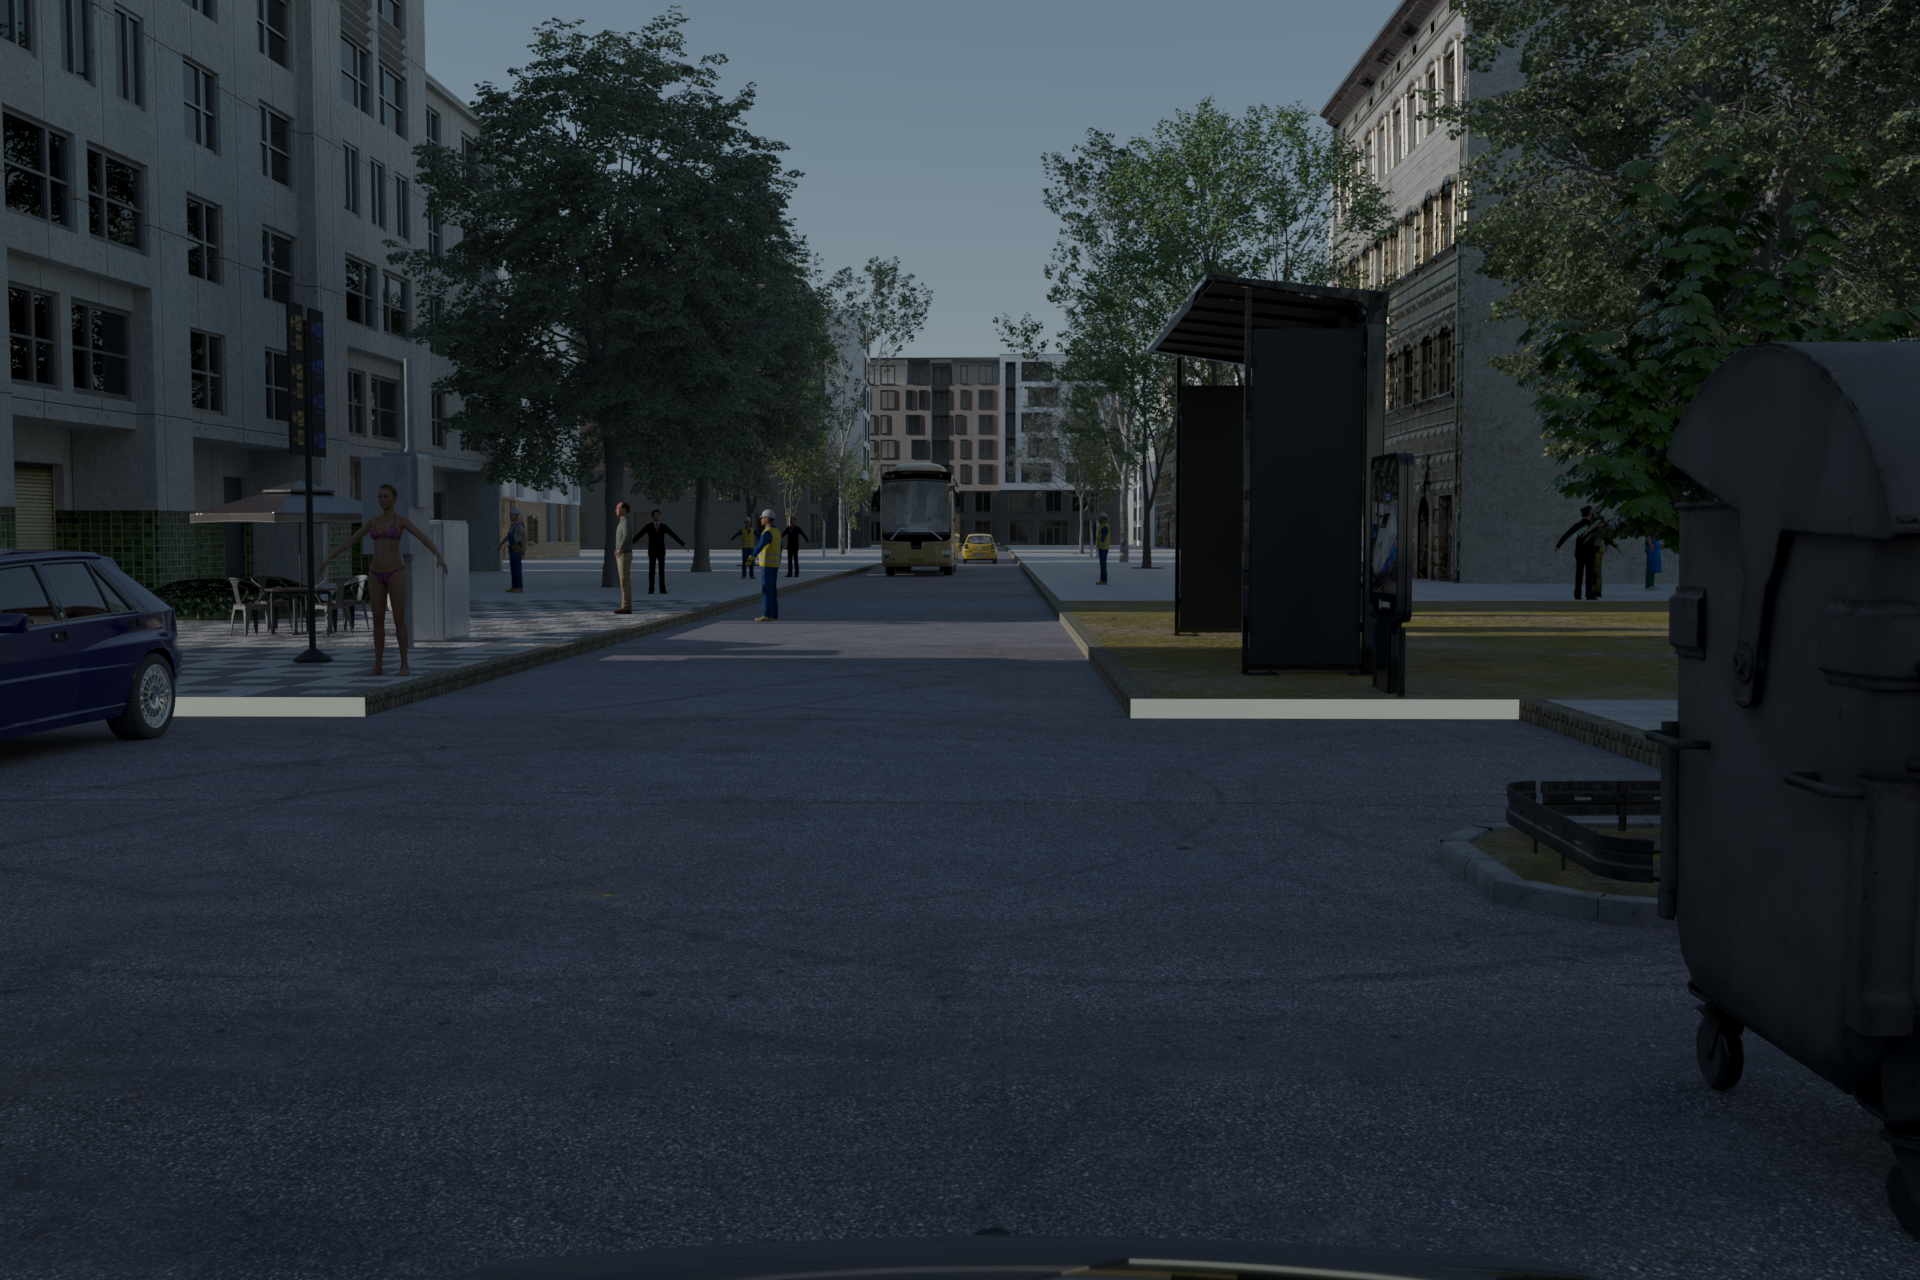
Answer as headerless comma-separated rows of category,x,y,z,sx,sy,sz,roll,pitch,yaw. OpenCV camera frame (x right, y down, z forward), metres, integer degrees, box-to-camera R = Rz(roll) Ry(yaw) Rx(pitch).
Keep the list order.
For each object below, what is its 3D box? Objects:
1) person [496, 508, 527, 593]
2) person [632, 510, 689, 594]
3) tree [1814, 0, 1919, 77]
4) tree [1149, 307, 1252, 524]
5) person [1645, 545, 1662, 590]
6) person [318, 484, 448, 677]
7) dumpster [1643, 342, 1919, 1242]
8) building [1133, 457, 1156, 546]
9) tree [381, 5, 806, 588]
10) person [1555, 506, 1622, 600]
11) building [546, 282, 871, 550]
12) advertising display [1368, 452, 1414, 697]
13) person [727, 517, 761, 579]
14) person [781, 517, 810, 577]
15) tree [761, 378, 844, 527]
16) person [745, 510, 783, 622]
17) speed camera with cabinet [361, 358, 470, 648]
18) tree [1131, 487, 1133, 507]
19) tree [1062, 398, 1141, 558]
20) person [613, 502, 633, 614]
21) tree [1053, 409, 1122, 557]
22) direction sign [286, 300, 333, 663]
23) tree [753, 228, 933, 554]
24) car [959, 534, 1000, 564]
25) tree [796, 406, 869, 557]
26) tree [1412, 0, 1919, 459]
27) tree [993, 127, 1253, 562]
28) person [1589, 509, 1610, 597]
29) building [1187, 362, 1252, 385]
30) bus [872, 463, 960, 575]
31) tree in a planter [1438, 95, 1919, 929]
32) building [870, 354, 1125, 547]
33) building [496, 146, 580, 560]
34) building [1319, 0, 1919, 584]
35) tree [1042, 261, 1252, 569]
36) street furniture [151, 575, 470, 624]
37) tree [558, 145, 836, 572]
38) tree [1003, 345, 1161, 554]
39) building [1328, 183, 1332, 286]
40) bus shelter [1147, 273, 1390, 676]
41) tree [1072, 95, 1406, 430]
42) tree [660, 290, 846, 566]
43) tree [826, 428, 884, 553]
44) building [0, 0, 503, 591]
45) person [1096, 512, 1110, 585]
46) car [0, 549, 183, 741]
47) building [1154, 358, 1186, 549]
person,-9.787,-1.968,38.037,0.705,1.847,1.347,-3,5,-39
person,-6.493,-1.892,37.117,1.347,1.806,0.705,-1,4,-20
tree,9.668,-4.681,10.943,7.601,10.594,8.767,-2,4,-34
tree,7.472,-6.284,53.108,4.737,8.622,4.395,0,3,0
person,15.958,-2.063,39.863,0.704,1.817,1.347,2,4,30
person,-5.193,-0.540,15.629,1.217,1.733,0.721,0,4,7
dumpster,2.666,0.262,3.930,1.865,1.857,1.264,0,4,1
building,24.142,-15.000,187.395,9.099,9.664,28.070,0,4,2
tree,-8.452,-8.247,41.492,9.857,13.997,8.962,0,3,0
person,12.200,-1.702,33.760,1.347,1.837,0.705,3,5,44
building,-22.836,-19.100,156.262,27.936,21.610,32.646,0,4,0
advertising display,3.485,-0.540,14.035,0.123,1.923,0.974,0,4,0
person,-6.057,-2.636,49.562,1.216,1.772,0.721,-1,4,-18
person,-4.982,-2.766,51.453,1.346,1.802,0.704,2,4,28
tree,-7.499,-7.847,78.654,4.737,8.622,4.395,0,3,0
person,-3.166,-1.226,28.469,0.705,1.833,1.349,1,4,16
speed camera with cabinet,-6.373,-1.589,20.316,0.660,3.252,2.038,0,4,2
tree,22.502,-15.692,206.921,4.737,8.622,4.395,0,3,0
tree,7.554,-8.659,91.939,4.737,8.622,4.395,0,3,0
person,-5.422,-1.320,27.846,0.705,1.796,1.348,-1,4,-12
tree,7.511,-9.010,97.678,4.360,8.622,3.978,0,3,0
direction sign,-6.508,-1.548,17.311,0.379,3.537,0.876,0,4,1
tree,-8.799,-15.479,108.965,12.611,20.169,13.585,0,3,0
car,0.961,-4.535,84.379,2.015,1.641,3.980,0,4,0
tree,-7.840,-8.965,96.944,4.360,8.622,3.978,0,3,0
tree,12.210,-7.328,26.464,9.857,13.997,8.962,0,3,0
tree,7.890,-13.676,79.494,12.611,20.169,13.585,0,3,0
person,12.939,-1.806,35.296,0.705,1.858,1.354,1,4,11
building,24.253,-17.723,146.184,16.016,20.090,11.380,0,4,1
bus,-1.369,-4.399,63.473,2.896,3.916,12.252,0,4,1
tree in a planter,3.083,-0.604,7.097,1.991,3.239,1.994,0,4,2
building,2.870,-22.184,209.138,32.646,21.610,27.936,0,4,2
building,-26.892,-14.037,85.930,16.016,20.090,11.380,0,4,1
building,22.375,-13.585,53.052,19.493,23.208,18.063,0,4,2
tree,7.100,-8.460,64.078,9.928,11.665,9.643,0,3,0
street furniture,-11.349,-0.870,29.846,5.734,0.657,10.072,-1,4,-18
tree,-8.758,-9.275,58.302,9.857,13.997,8.962,0,3,0
tree,7.938,-12.298,111.441,12.009,13.543,11.850,0,3,0
building,24.366,-14.269,89.725,16.016,20.090,11.380,0,4,1
bus shelter,3.144,-1.679,18.742,1.731,3.624,6.357,0,4,1
tree,6.442,-7.004,40.266,9.928,11.665,9.643,0,3,0
tree,-8.351,-8.781,69.325,9.928,11.665,9.643,0,3,0
tree,-7.421,-10.360,119.746,4.737,8.622,4.395,0,3,0
building,-24.558,-10.858,43.986,16.747,18.905,31.486,0,4,1
person,3.602,-2.325,43.986,0.705,1.833,1.349,0,4,4
car,-6.512,0.106,10.846,1.945,1.354,3.894,0,4,2
building,28.192,-20.165,160.626,19.493,23.208,18.063,0,4,2
